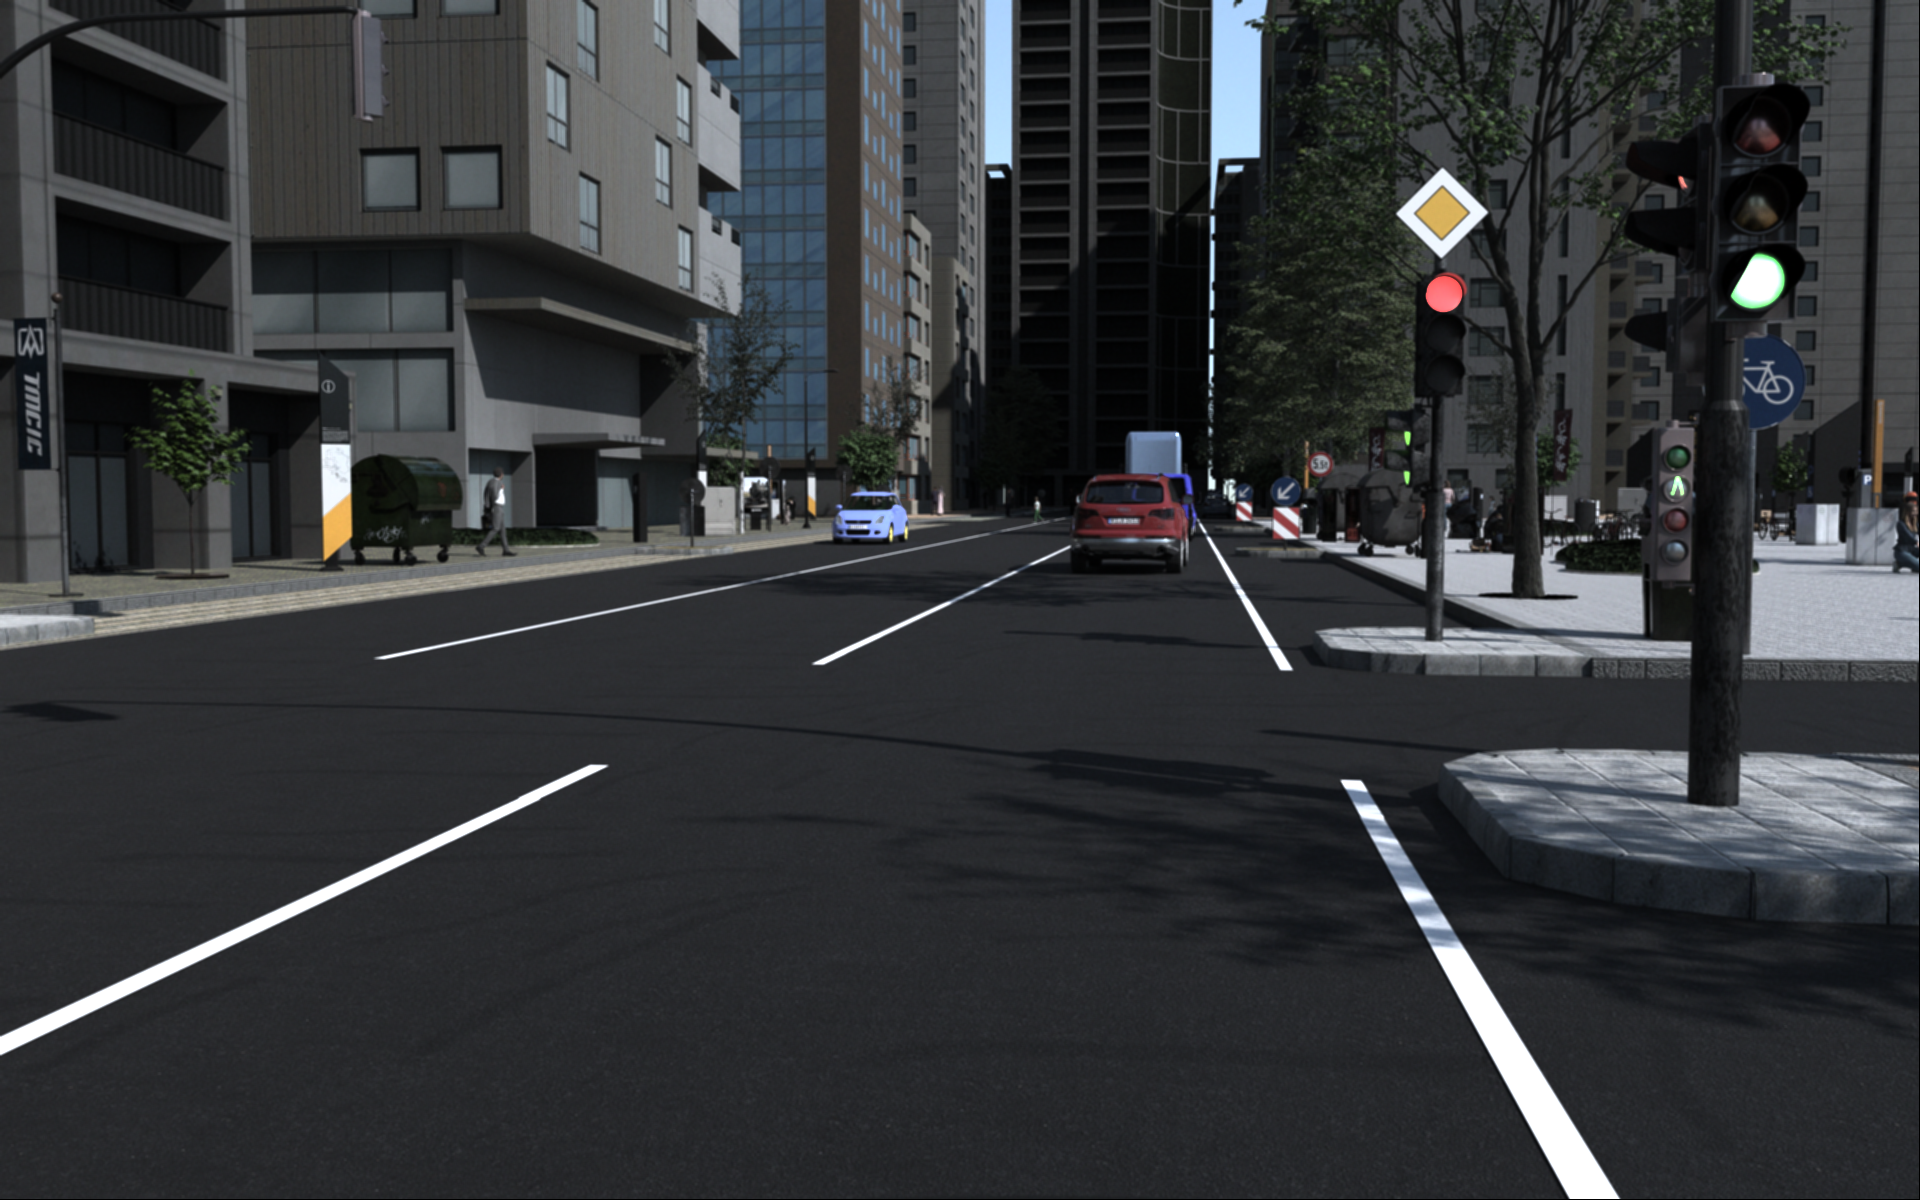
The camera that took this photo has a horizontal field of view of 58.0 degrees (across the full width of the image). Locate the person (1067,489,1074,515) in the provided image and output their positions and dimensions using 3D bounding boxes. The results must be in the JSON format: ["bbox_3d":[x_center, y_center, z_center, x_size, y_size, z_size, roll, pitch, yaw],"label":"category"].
[{"bbox_3d":[7.550,-6.656,117.463,0.705,1.807,1.348,-1,4,-18],"label":"person"}]

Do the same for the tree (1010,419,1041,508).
[{"bbox_3d":[5.974,-12.944,161.999,4.360,8.622,3.978,0,3,0],"label":"tree"}]

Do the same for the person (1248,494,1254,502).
[{"bbox_3d":[23.997,-8.332,142.931,0.551,1.740,0.621,3,4,38],"label":"person"}]

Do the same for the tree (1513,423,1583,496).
[{"bbox_3d":[27.130,-5.902,80.217,4.285,4.588,4.351,0,3,0],"label":"tree"}]

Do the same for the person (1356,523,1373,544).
[{"bbox_3d":[10.575,-2.015,44.486,1.012,1.151,0.738,-3,5,-39],"label":"person"}]

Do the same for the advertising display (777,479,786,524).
[{"bbox_3d":[-7.522,-4.182,73.588,0.123,1.923,0.974,0,4,3],"label":"advertising display"}]

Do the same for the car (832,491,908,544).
[{"bbox_3d":[-2.608,-2.504,50.528,1.945,1.707,3.694,1,4,8],"label":"car"}]

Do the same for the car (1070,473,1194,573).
[{"bbox_3d":[3.278,-1.486,32.962,2.281,1.827,5.304,1,4,9],"label":"car"}]

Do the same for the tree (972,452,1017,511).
[{"bbox_3d":[2.512,-8.960,130.216,4.285,4.588,4.351,0,3,0],"label":"tree"}]

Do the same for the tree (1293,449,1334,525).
[{"bbox_3d":[14.890,-4.748,72.231,1.663,3.219,1.824,0,3,0],"label":"tree"}]

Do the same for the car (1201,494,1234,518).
[{"bbox_3d":[15.334,-5.596,103.489,2.014,1.417,4.499,1,4,8],"label":"car"}]

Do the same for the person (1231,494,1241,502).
[{"bbox_3d":[21.439,-7.767,133.043,1.348,1.822,0.705,0,4,-5],"label":"person"}]

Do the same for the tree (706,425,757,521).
[{"bbox_3d":[-11.396,-6.054,82.701,4.285,4.588,4.351,0,3,0],"label":"tree"}]

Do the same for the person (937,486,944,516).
[{"bbox_3d":[-1.154,-5.920,103.500,0.551,1.740,0.621,2,4,35],"label":"person"}]

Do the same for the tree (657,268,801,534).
[{"bbox_3d":[-7.298,-6.448,55.792,4.360,8.622,3.978,0,3,0],"label":"tree"}]

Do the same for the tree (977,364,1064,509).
[{"bbox_3d":[5.479,-14.239,150.937,7.486,12.596,7.792,0,3,0],"label":"tree"}]

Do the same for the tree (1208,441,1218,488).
[{"bbox_3d":[25.412,-13.166,165.627,4.360,8.622,3.978,0,3,0],"label":"tree"}]

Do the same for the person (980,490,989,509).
[{"bbox_3d":[2.073,-8.526,146.268,0.721,1.723,1.217,-3,4,-36],"label":"person"}]

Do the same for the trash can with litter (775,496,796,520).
[{"bbox_3d":[-8.725,-4.591,86.447,1.055,1.170,0.624,1,4,19],"label":"trash can with litter"}]

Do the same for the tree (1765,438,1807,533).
[{"bbox_3d":[27.295,-3.836,57.327,1.663,3.219,1.824,0,3,0],"label":"tree"}]

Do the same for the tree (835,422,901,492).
[{"bbox_3d":[-4.280,-5.846,79.288,4.285,4.588,4.351,0,3,0],"label":"tree"}]

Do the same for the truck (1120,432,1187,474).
[{"bbox_3d":[7.697,-4.841,68.904,2.967,4.110,18.799,0,4,6],"label":"truck"}]

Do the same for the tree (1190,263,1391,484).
[{"bbox_3d":[15.892,-10.196,83.709,9.611,12.733,9.660,0,3,0],"label":"tree"}]

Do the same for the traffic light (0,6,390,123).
[{"bbox_3d":[-7.836,-2.564,16.582,4.771,5.953,1.251,0,4,7],"label":"traffic light"}]

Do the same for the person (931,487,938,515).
[{"bbox_3d":[-1.494,-5.964,104.470,0.541,1.710,0.530,1,4,14],"label":"person"}]

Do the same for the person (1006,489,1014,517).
[{"bbox_3d":[3.188,-6.077,108.387,0.750,1.759,0.617,2,4,34],"label":"person"}]

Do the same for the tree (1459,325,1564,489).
[{"bbox_3d":[23.536,-7.562,73.994,4.360,8.622,3.978,0,3,0],"label":"tree"}]

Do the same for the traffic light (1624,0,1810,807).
[{"bbox_3d":[1.021,-1.992,7.234,4.771,5.953,1.251,0,4,7],"label":"traffic light"}]

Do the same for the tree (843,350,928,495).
[{"bbox_3d":[-3.512,-8.437,88.307,4.360,8.622,3.978,0,3,0],"label":"tree"}]

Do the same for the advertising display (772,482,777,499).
[{"bbox_3d":[-9.798,-5.143,89.293,0.974,1.923,0.123,2,4,29],"label":"advertising display"}]

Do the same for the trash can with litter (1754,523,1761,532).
[{"bbox_3d":[27.013,-2.933,59.337,0.624,1.170,1.055,-3,4,-37],"label":"trash can with litter"}]

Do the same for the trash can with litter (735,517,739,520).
[{"bbox_3d":[-11.766,-4.657,87.196,1.678,1.210,2.233,-2,4,-25],"label":"trash can with litter"}]

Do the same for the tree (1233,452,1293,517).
[{"bbox_3d":[17.612,-7.014,98.384,4.285,4.588,4.351,0,3,0],"label":"tree"}]

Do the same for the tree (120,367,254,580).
[{"bbox_3d":[-11.603,-1.946,26.418,1.663,3.219,1.824,0,3,0],"label":"tree"}]

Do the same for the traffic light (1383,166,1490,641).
[{"bbox_3d":[4.126,-1.597,15.029,0.839,4.253,0.868,0,4,7],"label":"traffic light"}]

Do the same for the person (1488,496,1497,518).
[{"bbox_3d":[20.371,-3.368,66.120,0.382,1.210,0.505,0,4,-7],"label":"person"}]

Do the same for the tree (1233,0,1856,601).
[{"bbox_3d":[6.965,-5.835,21.165,9.928,11.665,9.643,0,3,0],"label":"tree"}]

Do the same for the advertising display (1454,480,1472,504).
[{"bbox_3d":[22.549,-4.434,77.705,0.123,1.923,0.974,-2,4,-28],"label":"advertising display"}]

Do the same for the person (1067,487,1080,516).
[{"bbox_3d":[7.665,-6.457,113.702,1.348,1.869,0.705,2,4,32],"label":"person"}]

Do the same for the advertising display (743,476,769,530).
[{"bbox_3d":[-7.275,-3.450,61.619,0.974,1.923,0.123,-2,4,-25],"label":"advertising display"}]

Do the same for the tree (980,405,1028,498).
[{"bbox_3d":[3.750,-11.706,141.753,4.737,8.622,4.395,0,3,0],"label":"tree"}]

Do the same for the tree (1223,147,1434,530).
[{"bbox_3d":[12.404,-8.452,56.323,7.486,12.596,7.792,0,3,0],"label":"tree"}]

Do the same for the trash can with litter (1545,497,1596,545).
[{"bbox_3d":[15.355,-1.998,43.732,2.233,1.210,1.678,0,4,4],"label":"trash can with litter"}]

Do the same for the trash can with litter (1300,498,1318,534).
[{"bbox_3d":[11.201,-2.716,55.791,0.624,1.170,1.055,0,4,7],"label":"trash can with litter"}]

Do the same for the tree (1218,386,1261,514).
[{"bbox_3d":[18.927,-9.890,112.069,4.360,8.622,3.978,0,3,0],"label":"tree"}]
